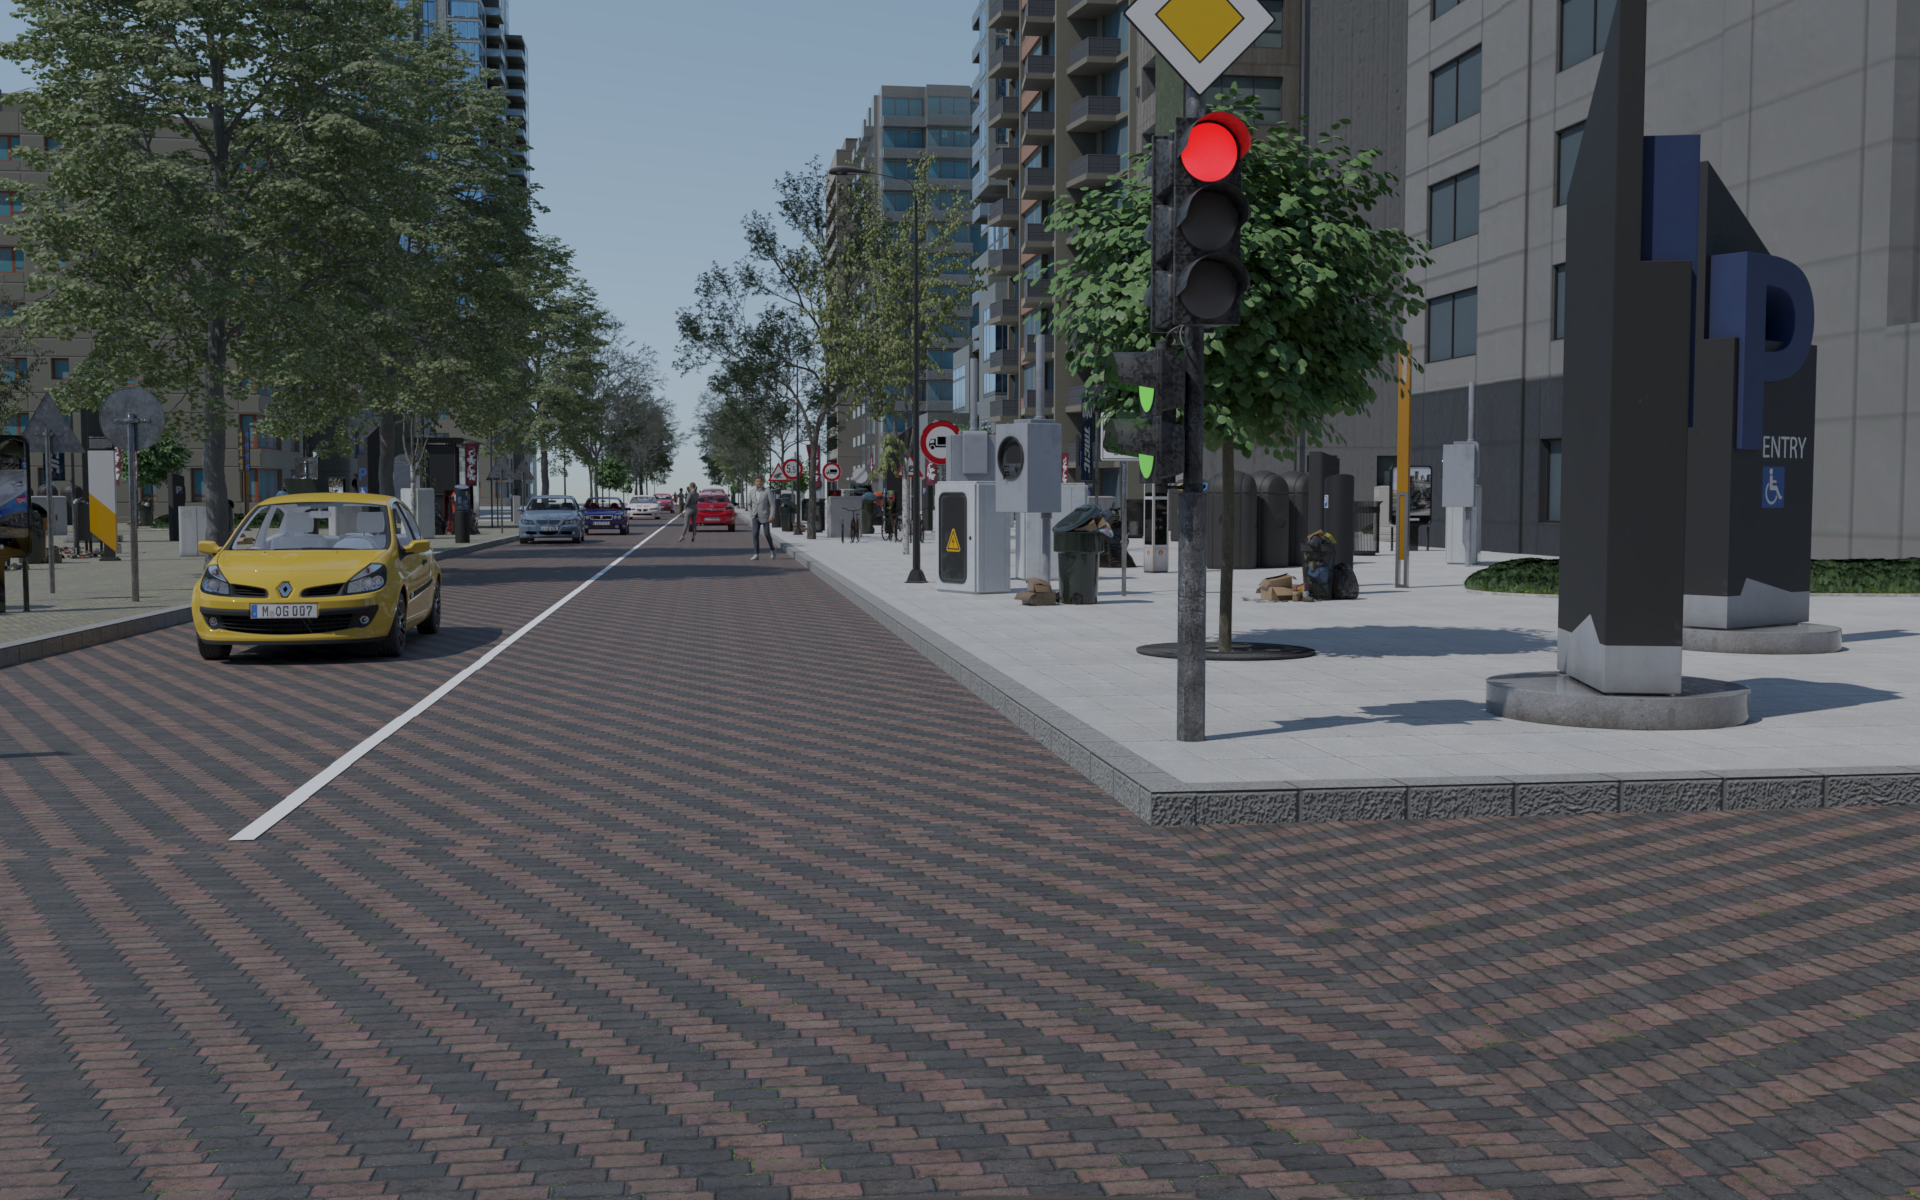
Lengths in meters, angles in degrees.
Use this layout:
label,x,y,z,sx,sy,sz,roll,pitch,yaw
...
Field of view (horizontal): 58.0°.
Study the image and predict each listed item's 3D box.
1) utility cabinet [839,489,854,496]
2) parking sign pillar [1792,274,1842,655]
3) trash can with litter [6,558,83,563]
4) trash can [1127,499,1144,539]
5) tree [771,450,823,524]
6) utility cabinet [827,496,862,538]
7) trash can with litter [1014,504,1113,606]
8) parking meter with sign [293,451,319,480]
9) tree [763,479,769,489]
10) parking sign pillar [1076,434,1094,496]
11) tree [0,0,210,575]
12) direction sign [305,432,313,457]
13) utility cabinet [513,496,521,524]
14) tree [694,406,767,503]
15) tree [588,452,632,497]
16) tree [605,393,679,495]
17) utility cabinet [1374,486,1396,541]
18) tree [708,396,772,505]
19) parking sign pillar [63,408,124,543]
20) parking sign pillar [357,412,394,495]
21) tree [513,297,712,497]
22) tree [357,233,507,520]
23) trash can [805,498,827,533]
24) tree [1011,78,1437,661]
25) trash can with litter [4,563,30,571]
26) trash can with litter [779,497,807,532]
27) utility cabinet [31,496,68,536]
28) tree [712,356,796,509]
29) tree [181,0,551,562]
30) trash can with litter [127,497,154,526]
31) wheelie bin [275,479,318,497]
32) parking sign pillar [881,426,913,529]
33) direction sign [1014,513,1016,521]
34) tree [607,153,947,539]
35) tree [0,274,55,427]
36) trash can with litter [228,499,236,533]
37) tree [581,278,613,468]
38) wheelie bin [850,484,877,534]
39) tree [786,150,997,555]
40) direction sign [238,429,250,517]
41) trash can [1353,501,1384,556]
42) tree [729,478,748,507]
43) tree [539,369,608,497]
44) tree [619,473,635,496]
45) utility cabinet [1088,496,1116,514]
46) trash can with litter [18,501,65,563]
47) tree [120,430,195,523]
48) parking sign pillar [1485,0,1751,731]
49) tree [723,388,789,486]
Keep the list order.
label,x,y,z,sx,sy,sz,roll,pitch,yaw
utility cabinet,-4.855,-4.213,77.558,0.318,1.500,1.173,3,5,45
parking sign pillar,6.592,-1.587,14.421,1.447,3.967,1.447,-3,4,-36
trash can with litter,-17.834,-1.442,34.639,1.678,1.210,2.233,0,4,1
trash can,5.076,-2.355,50.164,0.748,1.137,0.748,0,3,0
tree,-7.024,-4.928,75.178,1.663,3.219,1.824,0,3,0
utility cabinet,-3.408,-2.443,51.103,1.020,1.237,0.306,-2,4,-29
trash can with litter,1.199,-0.530,20.053,1.055,1.170,0.624,-2,4,-29
parking meter with sign,-25.917,-4.398,68.170,0.543,3.016,1.738,1,4,10
tree,-10.249,-6.261,96.973,1.663,3.219,1.824,0,3,0
parking sign pillar,5.664,-5.511,78.581,1.447,3.967,1.447,2,4,24
tree,-11.728,-6.708,27.798,7.486,12.596,7.792,0,3,0
direction sign,-21.518,-3.997,57.344,0.379,3.537,0.876,0,4,-8
utility cabinet,-18.941,-3.847,74.058,0.306,1.237,1.020,-1,4,-17
tree,-30.493,-19.898,231.993,9.857,13.997,8.962,0,3,0
tree,-27.430,-9.305,135.857,4.285,4.588,4.351,0,3,0
tree,-39.413,-18.755,213.298,9.857,13.997,8.962,0,3,0
utility cabinet,11.641,-2.309,46.434,0.318,1.500,1.173,-3,4,-36
tree,-25.564,-17.203,199.398,7.486,12.596,7.792,0,3,0
parking sign pillar,-23.115,-3.524,46.082,1.447,3.967,1.447,-2,4,-26
parking sign pillar,-18.921,-4.139,56.146,1.447,3.967,1.447,1,4,21
tree,-22.647,-12.048,107.347,12.009,13.543,11.850,0,3,0
tree,-14.307,-5.844,45.908,4.360,8.622,3.978,0,3,0
trash can,-4.784,-2.805,57.523,0.748,1.137,0.748,0,3,0
tree,2.058,-1.844,13.868,4.285,4.588,4.351,0,3,0
trash can with litter,-16.350,-1.082,28.747,1.678,1.210,2.233,1,4,9
trash can with litter,-5.600,-2.887,58.584,1.055,1.170,0.624,2,4,35
utility cabinet,-28.277,-2.602,53.712,0.306,1.237,1.020,3,5,43
tree,-18.946,-14.635,149.644,12.009,13.543,11.850,0,3,0
tree,-12.542,-7.390,38.958,7.486,12.596,7.792,0,3,0
trash can with litter,-32.492,-3.500,68.618,1.055,1.170,0.624,0,4,6
wheelie bin,-13.528,-1.681,35.389,0.693,1.594,0.980,3,5,42
parking sign pillar,-2.169,-4.601,63.700,1.447,3.967,1.447,-2,4,-24
direction sign,2.657,-5.629,84.032,0.379,3.537,0.876,1,4,13
tree,-4.289,-6.978,48.496,8.767,10.594,7.601,1,4,8
tree,-32.295,-6.534,57.198,4.360,8.622,3.978,0,3,0
trash can with litter,-20.768,-2.290,48.830,0.624,1.170,1.055,-1,4,-19
tree,-18.662,-9.664,76.136,7.486,12.596,7.792,0,3,0
wheelie bin,-3.120,-2.918,55.616,0.980,1.594,0.693,1,4,23
tree,-1.388,-5.268,36.492,4.737,8.622,4.395,0,3,0
direction sign,-24.890,-4.176,60.271,0.876,3.537,0.379,3,5,44
trash can,8.420,-1.491,36.028,0.748,1.137,0.748,0,3,0
tree,-22.604,-11.212,177.919,1.663,3.219,1.824,0,3,0
tree,-25.464,-11.364,120.214,8.767,10.594,7.601,0,4,8
tree,-29.720,-9.831,155.334,1.663,3.219,1.824,0,3,0
utility cabinet,3.970,-2.340,49.417,1.020,1.237,0.306,-3,4,-36
trash can with litter,-17.121,-1.267,32.095,0.624,1.170,1.055,0,4,2
tree,-33.786,-5.421,72.347,4.285,4.588,4.351,0,3,0
parking sign pillar,3.818,-1.316,9.983,1.447,3.967,1.447,1,4,8
tree,-12.442,-9.564,106.730,4.360,8.622,3.978,0,3,0
